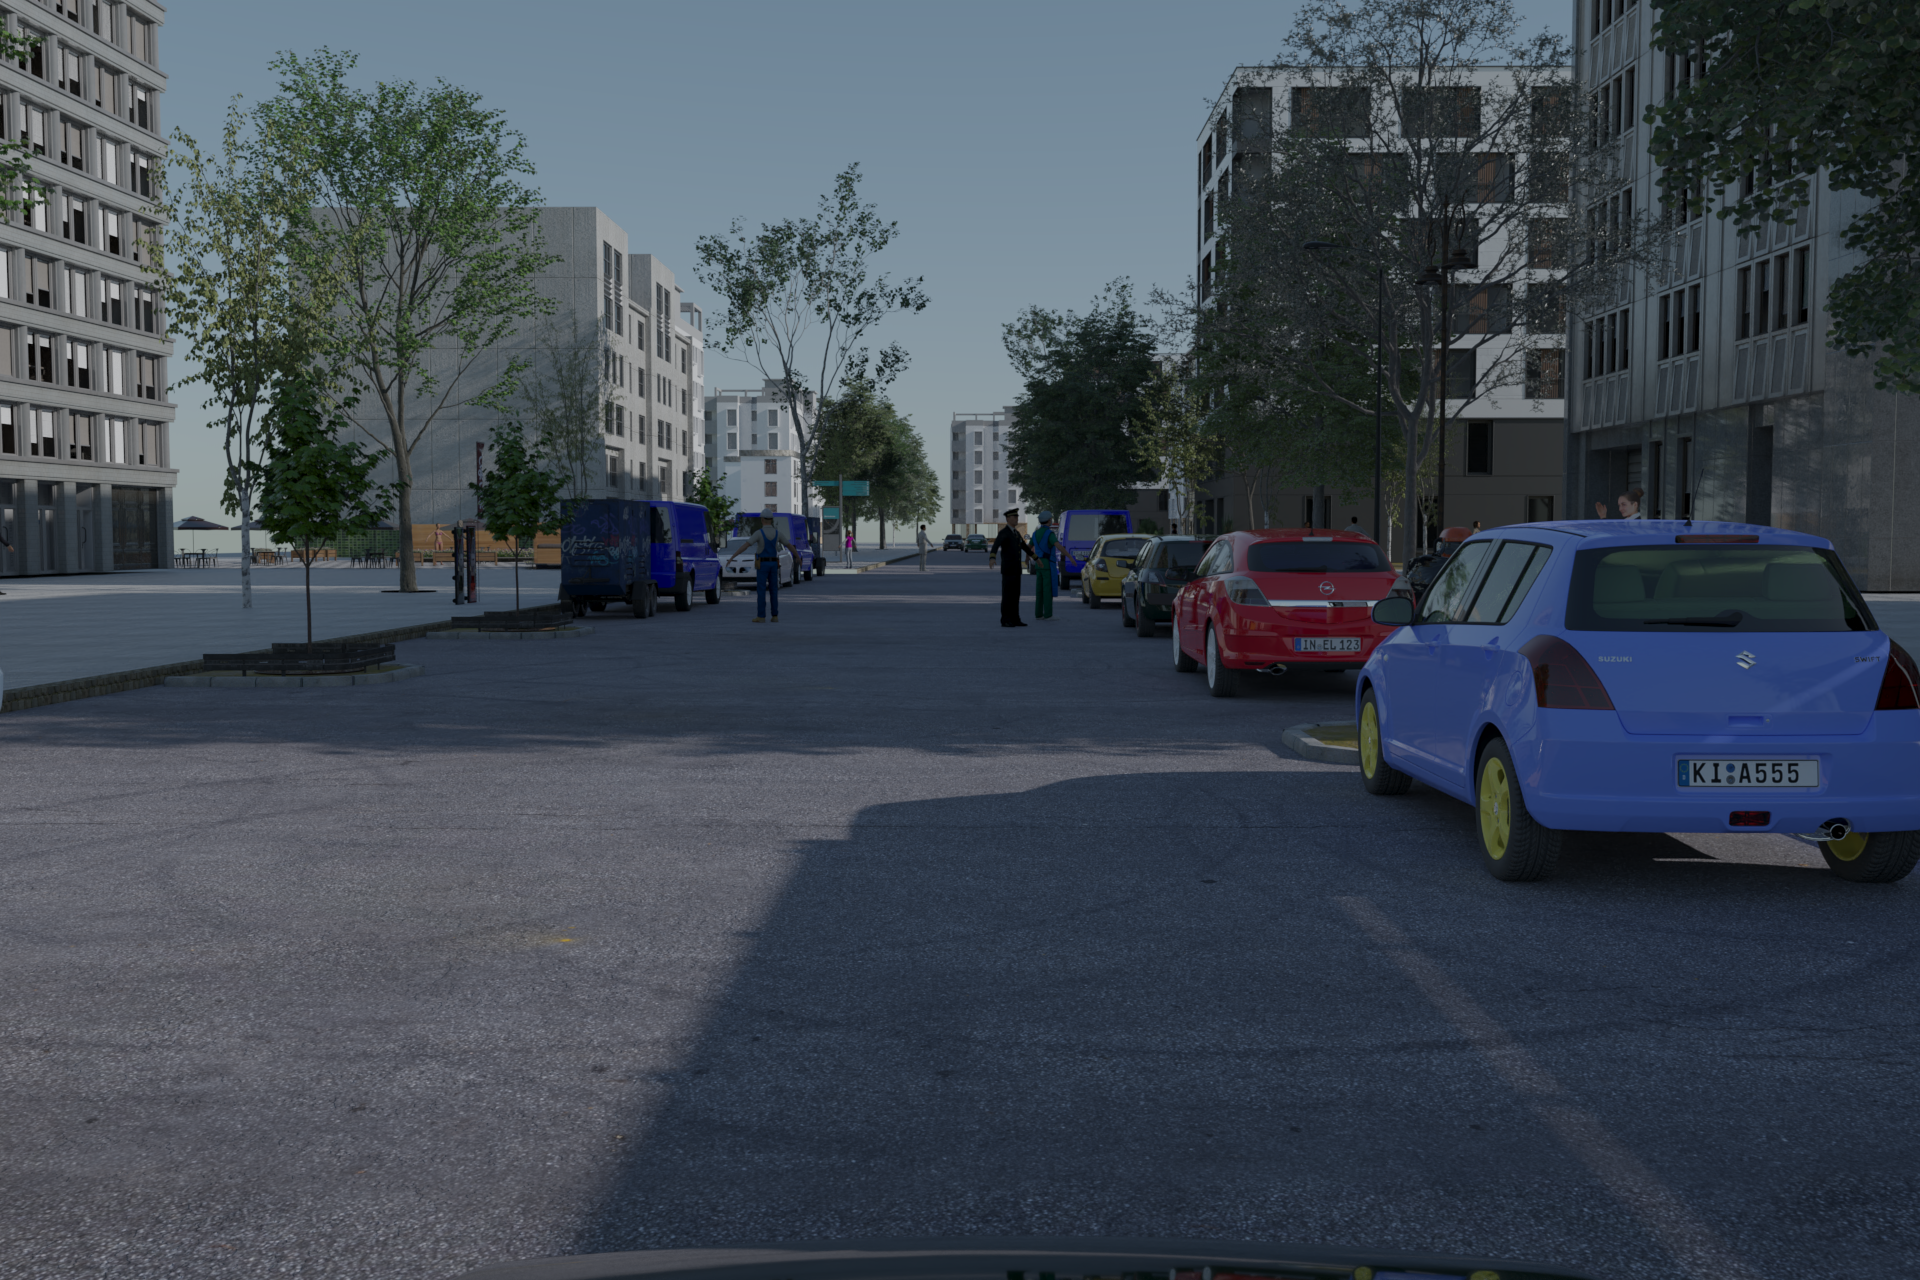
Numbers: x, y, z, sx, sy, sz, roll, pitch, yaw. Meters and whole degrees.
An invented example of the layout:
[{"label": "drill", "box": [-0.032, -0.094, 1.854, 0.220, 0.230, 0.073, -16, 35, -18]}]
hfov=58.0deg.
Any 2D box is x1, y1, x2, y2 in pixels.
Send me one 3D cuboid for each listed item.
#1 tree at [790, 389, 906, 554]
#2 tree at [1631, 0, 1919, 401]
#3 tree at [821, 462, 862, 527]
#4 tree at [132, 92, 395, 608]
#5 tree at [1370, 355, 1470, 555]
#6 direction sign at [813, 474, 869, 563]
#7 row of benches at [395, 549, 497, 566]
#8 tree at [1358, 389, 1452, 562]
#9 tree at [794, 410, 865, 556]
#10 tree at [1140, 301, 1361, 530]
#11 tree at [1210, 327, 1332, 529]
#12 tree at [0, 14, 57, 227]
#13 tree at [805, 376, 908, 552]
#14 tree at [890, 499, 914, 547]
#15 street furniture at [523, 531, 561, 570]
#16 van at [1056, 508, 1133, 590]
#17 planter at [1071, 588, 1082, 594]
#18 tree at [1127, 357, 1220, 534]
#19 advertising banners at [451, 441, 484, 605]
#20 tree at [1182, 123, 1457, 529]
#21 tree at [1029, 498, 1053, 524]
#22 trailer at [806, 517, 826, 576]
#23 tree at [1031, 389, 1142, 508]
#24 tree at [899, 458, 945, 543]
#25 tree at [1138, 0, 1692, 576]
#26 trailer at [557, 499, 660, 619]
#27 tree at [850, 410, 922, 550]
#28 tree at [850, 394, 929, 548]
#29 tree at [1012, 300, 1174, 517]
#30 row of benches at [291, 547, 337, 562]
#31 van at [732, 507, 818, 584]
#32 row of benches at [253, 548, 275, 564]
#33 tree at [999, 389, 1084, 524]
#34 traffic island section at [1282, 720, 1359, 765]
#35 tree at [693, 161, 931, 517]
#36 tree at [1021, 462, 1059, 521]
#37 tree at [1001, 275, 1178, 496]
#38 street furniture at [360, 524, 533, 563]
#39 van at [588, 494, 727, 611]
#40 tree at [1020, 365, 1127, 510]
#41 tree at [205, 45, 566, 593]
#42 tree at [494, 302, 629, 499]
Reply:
[{"label": "tree", "box": [-7.002, -10.755, 110.253, 8.767, 10.594, 7.601, 2, 4, 31]}, {"label": "tree", "box": [9.450, -6.520, 13.255, 9.857, 13.997, 8.962, 0, 3, 0]}, {"label": "tree", "box": [-18.235, -21.303, 254.965, 9.857, 13.997, 8.962, 0, 3, 0]}, {"label": "tree", "box": [-12.256, -4.874, 30.055, 4.737, 8.622, 4.395, 0, 3, 0]}, {"label": "tree", "box": [18.707, -7.237, 68.687, 4.360, 8.622, 3.978, 0, 3, 0]}, {"label": "direction sign", "box": [-5.336, -5.469, 78.173, 2.525, 3.948, 1.411, 0, 4, 0]}, {"label": "row of benches", "box": [-20.835, -3.335, 69.985, 4.104, 0.672, 1.422, -1, 4, -18]}, {"label": "tree", "box": [18.505, -7.532, 73.511, 4.737, 8.622, 4.395, 0, 3, 0]}, {"label": "tree", "box": [-7.447, -9.261, 101.782, 4.737, 8.622, 4.395, 0, 3, 0]}, {"label": "tree", "box": [10.914, -7.946, 64.327, 8.767, 10.594, 7.601, 0, 4, 6]}, {"label": "tree", "box": [10.071, -6.589, 58.094, 4.360, 8.622, 3.978, 0, 3, 0]}, {"label": "tree", "box": [-12.218, -5.517, 15.951, 9.928, 11.665, 9.643, 0, 3, 0]}, {"label": "tree", "box": [-7.545, -12.581, 123.822, 7.486, 12.596, 7.792, 0, 3, 0]}, {"label": "tree", "box": [-6.211, -13.322, 168.175, 4.737, 8.622, 4.395, 0, 3, 0]}, {"label": "street furniture", "box": [-12.315, -3.667, 66.814, 9.812, 1.723, 11.010, -1, 4, -15]}, {"label": "van", "box": [3.526, -2.552, 46.108, 2.240, 2.365, 5.245, 0, 4, 1]}, {"label": "planter", "box": [3.699, -1.281, 42.090, 1.991, 0.319, 1.994, 0, 4, 2]}, {"label": "tree", "box": [9.019, -7.374, 70.928, 4.737, 8.622, 4.395, 0, 3, 0]}, {"label": "advertising banners", "box": [-9.103, -2.201, 32.179, 0.090, 3.025, 2.074, 0, 4, 1]}, {"label": "tree", "box": [10.110, -7.998, 48.891, 7.486, 12.596, 7.792, 0, 3, 0]}, {"label": "tree", "box": [8.934, -12.970, 162.429, 4.360, 8.622, 3.978, 0, 3, 0]}, {"label": "trailer", "box": [-5.376, -3.139, 58.374, 1.471, 1.999, 3.904, 0, 4, 1]}, {"label": "tree", "box": [7.763, -10.528, 106.539, 7.601, 10.594, 8.767, 1, 4, 14]}, {"label": "tree", "box": [-5.885, -20.568, 254.419, 7.486, 12.596, 7.792, 0, 3, 0]}, {"label": "tree", "box": [9.268, -7.631, 35.140, 12.009, 13.543, 11.850, 0, 3, 0]}, {"label": "trailer", "box": [-6.017, -1.339, 28.948, 1.471, 1.999, 3.904, 0, 4, 1]}, {"label": "tree", "box": [-6.574, -13.300, 143.203, 9.928, 11.665, 9.643, 0, 3, 0]}, {"label": "tree", "box": [-6.939, -15.290, 156.650, 9.857, 13.997, 8.962, 0, 3, 0]}, {"label": "tree", "box": [7.406, -11.586, 96.084, 9.857, 13.997, 8.962, 0, 3, 0]}, {"label": "row of benches", "box": [-30.298, -4.030, 81.348, 1.422, 0.672, 4.104, 0, 4, 1]}, {"label": "van", "box": [-5.489, -2.873, 51.352, 2.240, 2.365, 5.245, 0, 4, 1]}, {"label": "row of benches", "box": [-30.821, -3.741, 76.621, 1.422, 0.672, 4.104, -2, 4, -25]}, {"label": "tree", "box": [8.117, -14.537, 144.335, 9.857, 13.997, 8.962, 0, 3, 0]}, {"label": "traffic island section", "box": [3.206, 0.693, 11.538, 1.991, 0.108, 1.994, 0, 4, 0]}, {"label": "tree", "box": [-7.690, -14.282, 89.392, 12.611, 20.169, 13.585, 0, 3, 0]}, {"label": "tree", "box": [8.865, -14.004, 154.719, 9.928, 11.665, 9.643, 0, 3, 0]}, {"label": "tree", "box": [9.644, -16.560, 126.644, 12.611, 20.169, 13.585, 0, 3, 0]}, {"label": "street furniture", "box": [-22.023, -4.514, 80.651, 11.010, 1.723, 9.812, -1, 4, -20]}, {"label": "van", "box": [-5.897, -1.795, 33.733, 2.240, 2.365, 5.245, 0, 4, 1]}, {"label": "tree", "box": [7.939, -12.098, 115.924, 7.486, 12.596, 7.792, 0, 3, 0]}, {"label": "tree", "box": [-12.252, -6.850, 37.752, 9.928, 11.665, 9.643, 0, 3, 0]}, {"label": "tree", "box": [-11.867, -6.376, 54.615, 4.360, 8.622, 3.978, 0, 3, 0]}]
